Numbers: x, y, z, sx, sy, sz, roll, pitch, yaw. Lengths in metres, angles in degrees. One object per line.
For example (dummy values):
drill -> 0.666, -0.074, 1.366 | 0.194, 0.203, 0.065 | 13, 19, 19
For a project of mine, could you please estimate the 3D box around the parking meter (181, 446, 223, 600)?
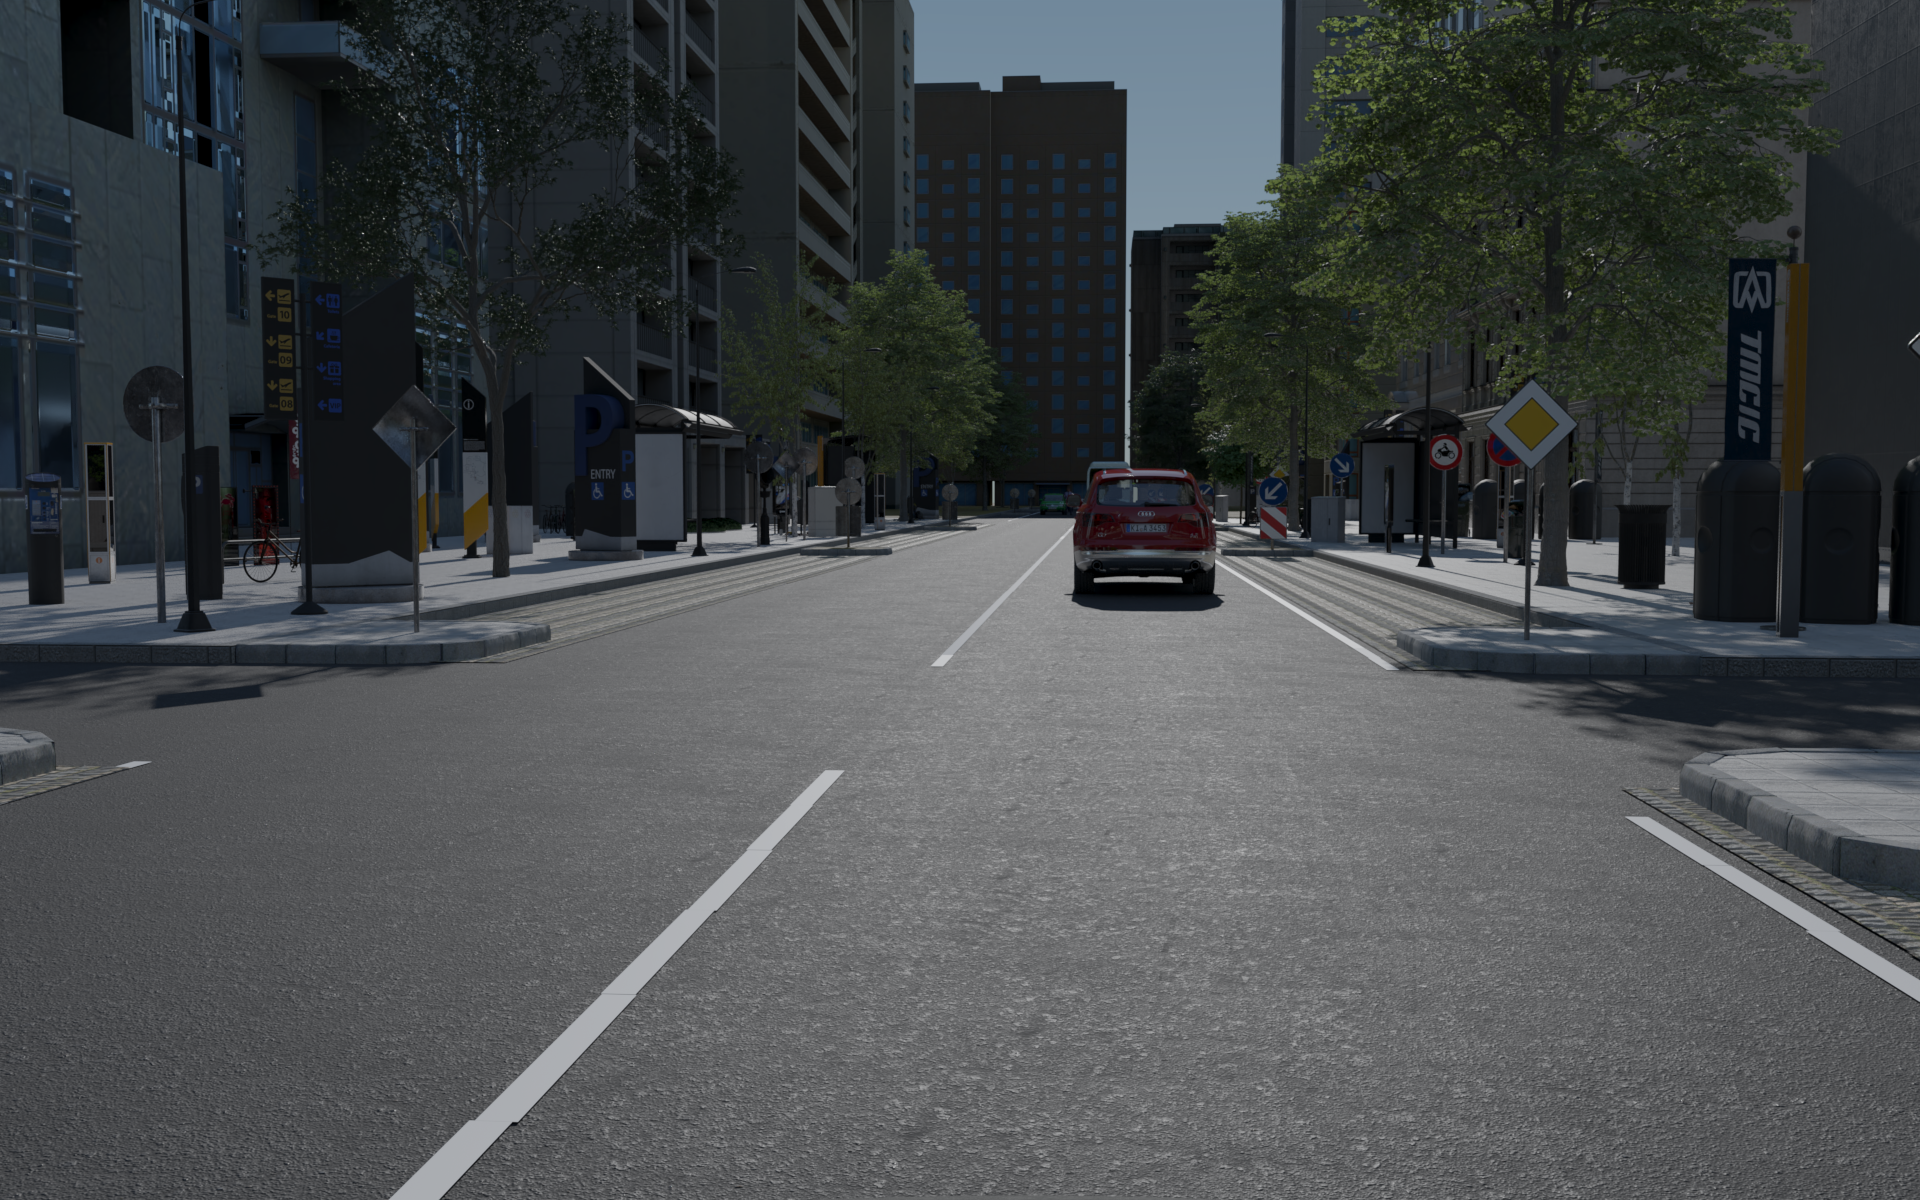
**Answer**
parking meter -> -9.211, -0.938, 21.039 | 0.399, 1.863, 0.255 | 1, 4, 14

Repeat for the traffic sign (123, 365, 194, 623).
traffic sign -> -7.950, -1.044, 17.174 | 0.768, 2.556, 0.104 | 1, 4, 9

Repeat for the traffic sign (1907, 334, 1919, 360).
traffic sign -> 4.306, -0.217, 7.184 | 0.795, 2.450, 0.064 | 0, 4, 5

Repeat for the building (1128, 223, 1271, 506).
building -> 25.446, -25.452, 187.838 | 14.107, 30.474, 14.160 | 0, 4, 5

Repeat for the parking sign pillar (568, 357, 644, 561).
parking sign pillar -> -6.916, -2.767, 33.719 | 1.447, 3.967, 1.447 | 3, 4, 36

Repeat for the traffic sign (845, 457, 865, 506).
traffic sign -> -3.610, -3.590, 58.806 | 0.768, 2.556, 0.104 | 0, 4, 7

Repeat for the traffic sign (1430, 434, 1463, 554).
traffic sign -> 10.302, -2.249, 36.884 | 0.768, 2.556, 0.104 | 0, 4, 5

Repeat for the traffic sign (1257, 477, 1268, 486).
traffic sign -> 15.504, -5.464, 89.444 | 0.768, 2.556, 0.104 | 0, 4, 7

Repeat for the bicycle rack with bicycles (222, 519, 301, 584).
bicycle rack with bicycles -> -9.216, -0.730, 25.313 | 2.852, 0.926, 2.925 | 1, 4, 20

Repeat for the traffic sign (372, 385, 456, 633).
traffic sign -> -5.034, -0.756, 15.997 | 0.795, 2.450, 0.064 | 0, 4, 5

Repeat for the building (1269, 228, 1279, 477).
building -> 39.455, -25.344, 186.083 | 14.107, 30.474, 14.160 | 0, 4, 5

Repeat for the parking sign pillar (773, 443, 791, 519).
parking sign pillar -> -9.327, -6.131, 88.709 | 1.447, 3.967, 1.447 | 0, 4, -5

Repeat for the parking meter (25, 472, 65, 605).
parking meter -> -10.658, -0.719, 20.169 | 0.372, 1.533, 0.369 | 0, 3, 0

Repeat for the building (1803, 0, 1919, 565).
building -> 28.476, -14.274, 26.886 | 24.014, 27.812, 14.314 | 0, 4, 5

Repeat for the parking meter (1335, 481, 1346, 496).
parking meter -> 16.701, -4.302, 76.053 | 0.399, 1.863, 0.255 | -2, 4, -25

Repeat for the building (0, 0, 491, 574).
building -> -25.440, -44.384, 38.353 | 22.319, 86.520, 31.000 | 0, 4, 5

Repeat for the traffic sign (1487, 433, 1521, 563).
traffic sign -> 10.163, -1.963, 32.195 | 0.768, 2.556, 0.104 | 0, 4, 8

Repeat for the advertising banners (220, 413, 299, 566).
advertising banners -> -12.556, -2.142, 31.202 | 0.090, 3.025, 2.074 | 3, 5, 39

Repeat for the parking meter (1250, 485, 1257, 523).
parking meter -> 12.878, -4.329, 76.487 | 0.399, 1.863, 0.255 | 0, 4, 1

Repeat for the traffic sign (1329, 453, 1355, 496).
traffic sign -> 11.884, -3.292, 53.925 | 0.768, 2.556, 0.104 | 1, 4, 13

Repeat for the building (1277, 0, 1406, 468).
building -> 36.707, -36.616, 140.668 | 21.231, 58.520, 28.212 | 0, 4, 5

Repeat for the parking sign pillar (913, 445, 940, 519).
parking sign pillar -> -1.770, -6.165, 89.272 | 1.447, 3.967, 1.447 | 1, 4, 23

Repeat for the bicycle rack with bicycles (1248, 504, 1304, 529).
bicycle rack with bicycles -> 12.291, -3.082, 63.768 | 2.852, 0.926, 2.925 | -1, 4, -20

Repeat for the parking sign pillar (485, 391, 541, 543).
parking sign pillar -> -11.869, -3.511, 45.878 | 1.447, 3.967, 1.447 | 1, 4, 10

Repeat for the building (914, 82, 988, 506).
building -> -3.353, -32.963, 189.063 | 14.200, 45.320, 14.600 | 0, 4, 5

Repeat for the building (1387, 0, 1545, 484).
building -> 27.730, -17.895, 78.488 | 13.634, 28.700, 20.117 | 0, 4, 5

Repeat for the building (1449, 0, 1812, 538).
building -> 23.765, -11.900, 59.187 | 10.561, 19.102, 19.286 | 0, 4, 5

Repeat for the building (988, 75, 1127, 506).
building -> 10.868, -32.938, 188.643 | 14.200, 45.320, 14.600 | 0, 4, 5

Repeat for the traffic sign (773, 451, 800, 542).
traffic sign -> -4.667, -2.774, 46.538 | 0.795, 2.450, 0.064 | 1, 4, 13

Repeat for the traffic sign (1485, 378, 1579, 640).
traffic sign -> 4.973, -0.703, 15.141 | 0.795, 2.450, 0.064 | 0, 4, 5

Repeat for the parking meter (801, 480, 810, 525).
parking meter -> -6.410, -4.051, 71.946 | 0.255, 1.863, 0.399 | 1, 4, 16

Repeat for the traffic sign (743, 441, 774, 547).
traffic sign -> -4.887, -2.558, 41.925 | 0.768, 2.556, 0.104 | 1, 4, 14

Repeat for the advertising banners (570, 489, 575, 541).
advertising banners -> -10.353, -3.191, 48.368 | 0.090, 3.025, 2.074 | 1, 4, 16

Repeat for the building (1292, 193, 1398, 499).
building -> 37.108, -16.384, 112.924 | 27.650, 21.520, 28.899 | 0, 4, 5

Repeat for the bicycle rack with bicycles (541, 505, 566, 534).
bicycle rack with bicycles -> -13.871, -2.669, 57.024 | 2.852, 0.926, 2.925 | 0, 4, 6

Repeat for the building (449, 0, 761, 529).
building -> -19.077, -38.771, 72.150 | 20.563, 71.187, 20.611 | 0, 4, 5

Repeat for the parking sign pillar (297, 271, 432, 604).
parking sign pillar -> -7.225, -1.977, 20.789 | 1.447, 3.967, 1.447 | -3, 5, -39

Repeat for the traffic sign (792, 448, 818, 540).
traffic sign -> -4.301, -2.918, 47.814 | 0.768, 2.556, 0.104 | 1, 4, 10

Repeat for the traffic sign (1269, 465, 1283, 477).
traffic sign -> 12.554, -4.095, 68.138 | 0.795, 2.450, 0.064 | 0, 4, 7

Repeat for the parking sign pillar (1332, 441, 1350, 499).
parking sign pillar -> 19.209, -6.047, 87.333 | 1.447, 3.967, 1.447 | 2, 4, 34

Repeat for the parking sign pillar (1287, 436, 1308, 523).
parking sign pillar -> 14.887, -5.346, 75.871 | 1.447, 3.967, 1.447 | 0, 4, -3

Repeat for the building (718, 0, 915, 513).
building -> -15.521, -32.146, 149.285 | 21.600, 48.544, 21.300 | 0, 4, 5
